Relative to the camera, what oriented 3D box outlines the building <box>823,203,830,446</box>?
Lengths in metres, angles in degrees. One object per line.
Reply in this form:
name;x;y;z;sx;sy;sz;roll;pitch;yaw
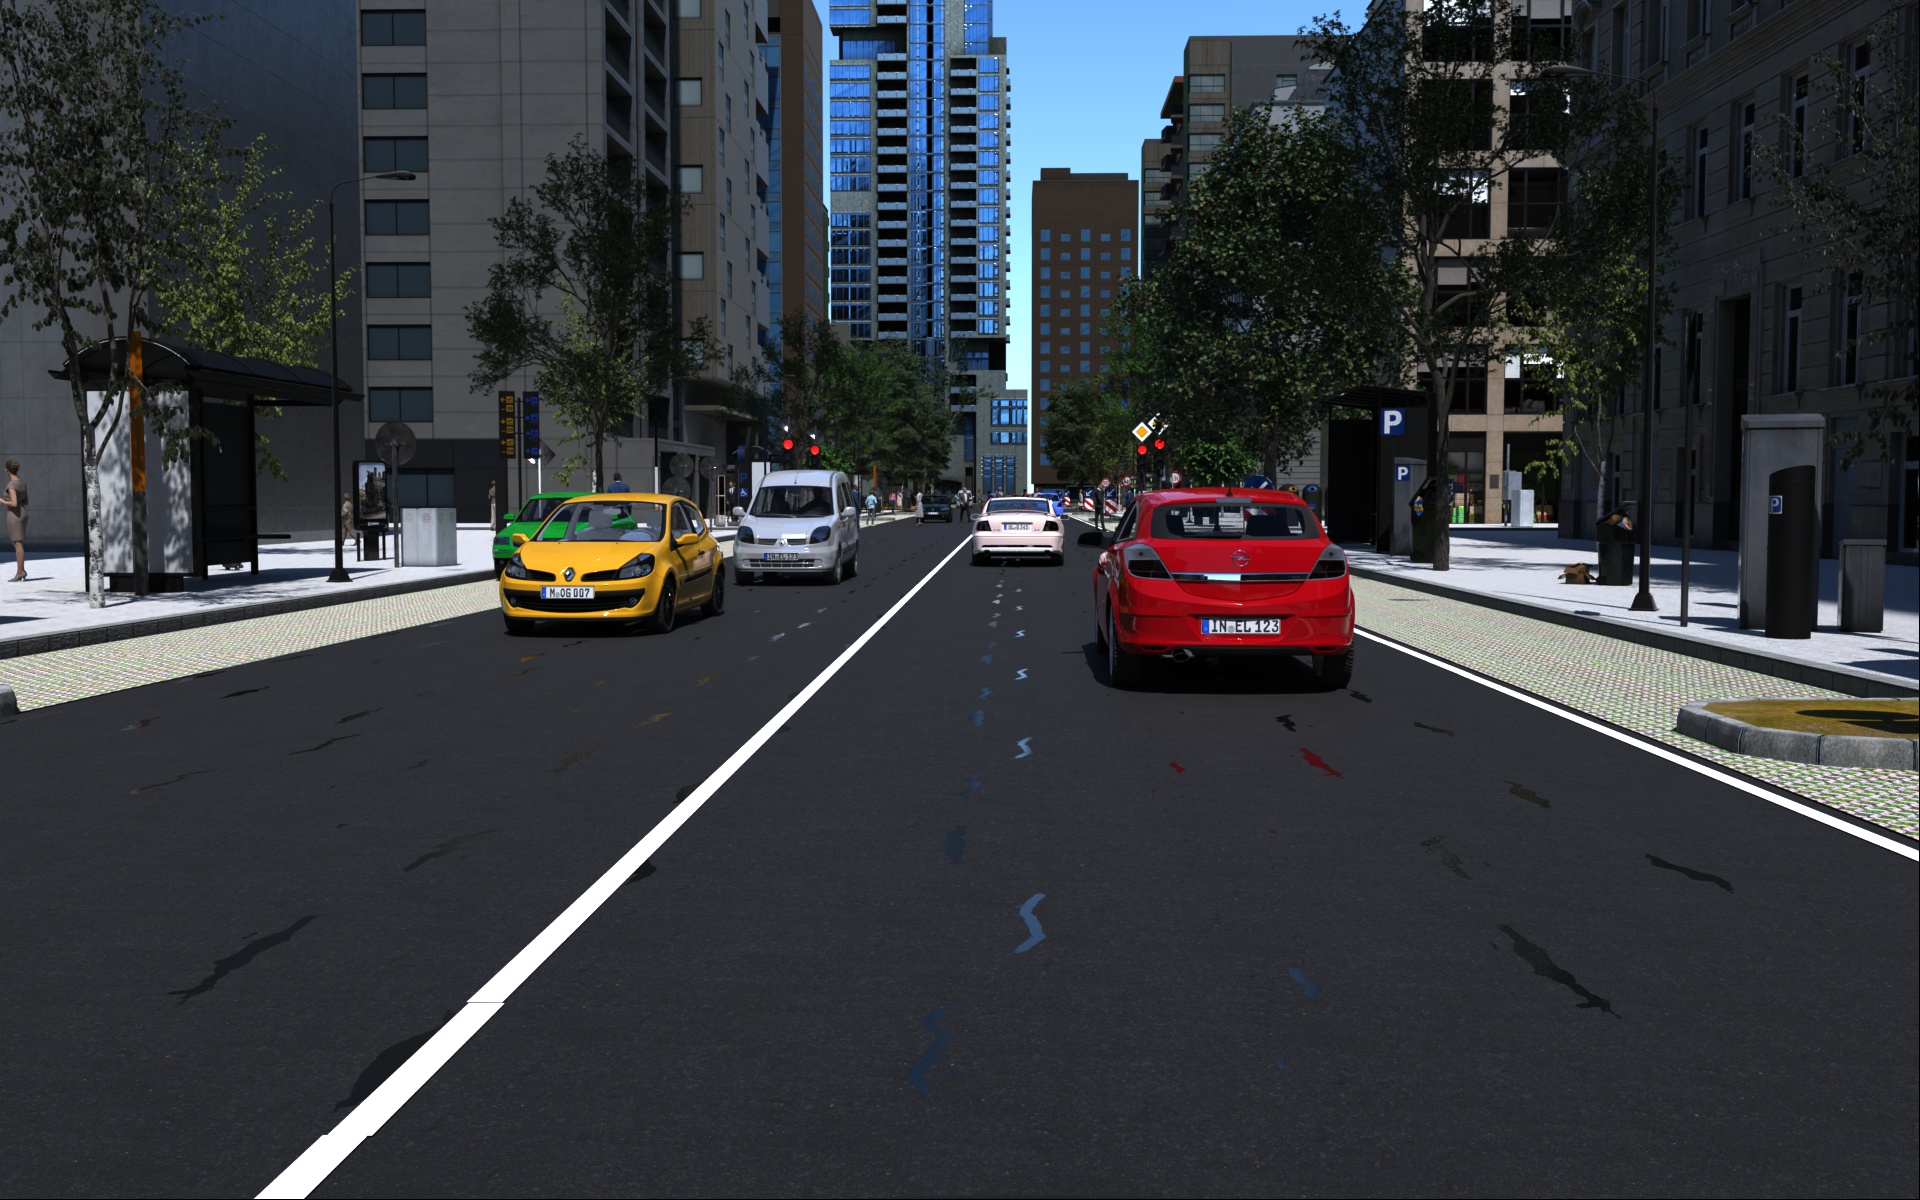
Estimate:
building;-20.137;-24.064;165.145;14.160;30.474;14.107;0;4;2

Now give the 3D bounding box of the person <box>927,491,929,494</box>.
person;-2.656;-8.407;146.667;1.217;1.743;0.721;-2;4;-25

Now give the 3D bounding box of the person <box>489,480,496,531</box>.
person;-16.152;-3.288;60.344;0.519;1.759;0.362;2;4;35

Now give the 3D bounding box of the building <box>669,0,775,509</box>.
building;-28.322;-32.574;121.822;28.713;52.752;27.495;0;4;2

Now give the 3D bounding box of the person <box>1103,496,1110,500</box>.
person;12.677;-8.640;147.437;0.705;1.807;1.348;3;5;44

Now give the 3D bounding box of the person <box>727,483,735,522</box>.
person;-10.240;-4.397;78.214;0.520;1.790;0.573;-2;4;-28

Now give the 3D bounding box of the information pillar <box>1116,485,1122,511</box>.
information pillar;12.287;-7.905;133.735;0.304;2.012;0.304;-3;5;-41

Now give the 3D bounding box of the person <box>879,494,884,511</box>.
person;-5.932;-7.349;130.465;0.640;1.303;0.475;3;4;37

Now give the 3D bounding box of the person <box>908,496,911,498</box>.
person;-5.320;-10.396;175.880;0.599;1.838;0.709;-1;4;-20

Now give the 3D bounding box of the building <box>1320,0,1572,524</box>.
building;36.074;-17.001;82.487;34.151;26.468;19.350;0;4;2

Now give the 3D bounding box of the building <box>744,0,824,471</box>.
building;-19.476;-30.567;149.873;14.600;45.320;14.200;0;4;2

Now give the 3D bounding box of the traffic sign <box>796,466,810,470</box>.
traffic sign;-7.161;-4.820;78.914;0.768;2.556;0.104;0;4;4

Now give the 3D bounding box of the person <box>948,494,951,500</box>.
person;-1.154;-10.560;184.390;0.421;1.427;0.697;-2;4;-25

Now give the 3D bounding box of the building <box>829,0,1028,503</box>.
building;-6.000;-56.936;243.576;31.000;86.520;22.319;0;4;2

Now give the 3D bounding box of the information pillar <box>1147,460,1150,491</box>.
information pillar;13.084;-7.897;120.471;0.183;3.616;0.504;-1;4;-10

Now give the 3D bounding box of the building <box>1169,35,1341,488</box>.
building;27.186;-29.044;158.468;14.154;41.232;14.086;0;4;2

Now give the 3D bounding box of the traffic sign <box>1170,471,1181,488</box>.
traffic sign;11.882;-5.865;96.006;0.768;2.556;0.104;1;4;9

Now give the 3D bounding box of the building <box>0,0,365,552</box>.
building;-32.404;-13.811;44.870;30.058;24.678;14.314;0;4;2

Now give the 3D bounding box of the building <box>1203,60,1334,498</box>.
building;24.815;-21.339;126.381;11.434;29.767;29.804;0;4;2

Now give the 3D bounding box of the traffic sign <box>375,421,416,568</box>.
traffic sign;-9.823;-1.837;30.133;0.768;2.556;0.104;1;4;10

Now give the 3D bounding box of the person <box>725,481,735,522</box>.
person;-10.052;-4.325;76.539;0.659;1.850;0.755;0;4;2

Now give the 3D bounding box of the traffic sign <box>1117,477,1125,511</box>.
traffic sign;12.100;-7.890;129.101;0.768;2.556;0.104;0;4;8

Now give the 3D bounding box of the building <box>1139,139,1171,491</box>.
building;27.949;-31.711;202.063;14.154;41.232;14.086;0;4;2

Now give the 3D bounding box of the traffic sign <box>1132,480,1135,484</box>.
traffic sign;13.208;-8.238;134.790;0.768;2.556;0.104;1;4;11

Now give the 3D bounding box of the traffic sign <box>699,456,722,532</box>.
traffic sign;-8.349;-3.540;57.980;0.768;2.556;0.104;0;4;6

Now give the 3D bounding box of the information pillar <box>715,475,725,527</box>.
information pillar;-9.399;-3.880;67.929;0.304;2.012;0.304;-2;4;-29

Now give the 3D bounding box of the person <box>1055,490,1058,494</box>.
person;8.879;-9.282;160.281;0.705;1.821;1.348;-1;4;-18

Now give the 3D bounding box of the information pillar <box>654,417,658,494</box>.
information pillar;-9.317;-3.778;53.132;0.183;3.616;0.504;-1;4;-11

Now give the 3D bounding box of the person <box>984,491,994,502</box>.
person;2.450;-8.457;147.459;1.217;1.739;0.721;-1;4;-16

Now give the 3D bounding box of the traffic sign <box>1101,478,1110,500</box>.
traffic sign;11.637;-8.463;138.483;0.768;2.556;0.104;0;4;2

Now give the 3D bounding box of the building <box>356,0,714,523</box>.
building;-23.109;-39.507;84.192;20.563;71.187;20.611;0;4;2

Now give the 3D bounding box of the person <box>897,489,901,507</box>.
person;-5.880;-9.903;168.625;0.621;1.740;0.551;1;4;9

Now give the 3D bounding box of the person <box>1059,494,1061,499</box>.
person;10.742;-10.646;185.781;0.599;1.433;0.991;-1;4;-22

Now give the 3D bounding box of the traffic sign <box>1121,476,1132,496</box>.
traffic sign;11.545;-7.327;119.909;0.768;2.556;0.104;1;4;10

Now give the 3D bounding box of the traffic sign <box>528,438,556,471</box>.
traffic sign;-9.881;-2.506;40.713;0.795;2.593;0.064;1;4;10

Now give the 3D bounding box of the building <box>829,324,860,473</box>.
building;-27.029;-21.592;198.067;28.899;21.520;27.650;0;4;2

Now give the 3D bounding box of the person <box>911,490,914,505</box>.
person;-5.217;-11.219;190.282;0.742;1.727;0.445;-2;4;-29

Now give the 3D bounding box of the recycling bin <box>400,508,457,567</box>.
recycling bin;-9.457;-1.119;30.845;0.722;1.027;0.722;1;4;15

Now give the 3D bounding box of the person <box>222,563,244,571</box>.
person;-12.571;-1.361;28.508;0.699;1.804;1.509;3;5;41

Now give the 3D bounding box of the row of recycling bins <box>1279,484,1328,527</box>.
row of recycling bins;14.348;-3.756;68.530;3.534;1.692;1.069;1;4;11

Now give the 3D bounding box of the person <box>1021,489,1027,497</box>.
person;5.745;-8.926;154.072;0.705;1.869;1.348;3;4;38

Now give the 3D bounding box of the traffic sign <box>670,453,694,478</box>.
traffic sign;-8.726;-3.315;54.305;0.768;2.556;0.104;0;4;4

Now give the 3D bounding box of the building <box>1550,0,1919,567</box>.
building;22.757;-14.701;37.620;12.463;27.353;25.104;0;4;2

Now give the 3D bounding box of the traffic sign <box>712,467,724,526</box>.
traffic sign;-10.002;-4.313;70.620;0.768;2.556;0.104;1;4;11

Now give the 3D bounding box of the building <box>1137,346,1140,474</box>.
building;31.228;-28.663;240.341;14.107;30.474;14.160;0;4;2

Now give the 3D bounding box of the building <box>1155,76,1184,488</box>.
building;32.264;-32.148;180.251;22.147;44.769;28.867;0;4;2

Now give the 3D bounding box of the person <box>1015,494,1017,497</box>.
person;5.636;-10.071;176.423;1.065;1.426;0.557;3;4;36

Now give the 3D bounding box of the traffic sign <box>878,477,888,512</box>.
traffic sign;-5.631;-7.708;126.135;0.768;2.556;0.104;1;4;10

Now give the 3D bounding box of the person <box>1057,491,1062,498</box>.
person;10.698;-11.010;188.520;0.705;1.822;1.348;-2;4;-28

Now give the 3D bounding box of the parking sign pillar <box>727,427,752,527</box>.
parking sign pillar;-8.562;-4.927;69.036;1.447;3.967;1.447;0;4;-1

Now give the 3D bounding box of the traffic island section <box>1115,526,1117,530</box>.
traffic island section;7.081;-2.761;67.429;2.009;0.180;2.903;0;4;2

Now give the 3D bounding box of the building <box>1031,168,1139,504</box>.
building;17.084;-36.105;240.427;14.200;45.320;14.600;0;4;2
